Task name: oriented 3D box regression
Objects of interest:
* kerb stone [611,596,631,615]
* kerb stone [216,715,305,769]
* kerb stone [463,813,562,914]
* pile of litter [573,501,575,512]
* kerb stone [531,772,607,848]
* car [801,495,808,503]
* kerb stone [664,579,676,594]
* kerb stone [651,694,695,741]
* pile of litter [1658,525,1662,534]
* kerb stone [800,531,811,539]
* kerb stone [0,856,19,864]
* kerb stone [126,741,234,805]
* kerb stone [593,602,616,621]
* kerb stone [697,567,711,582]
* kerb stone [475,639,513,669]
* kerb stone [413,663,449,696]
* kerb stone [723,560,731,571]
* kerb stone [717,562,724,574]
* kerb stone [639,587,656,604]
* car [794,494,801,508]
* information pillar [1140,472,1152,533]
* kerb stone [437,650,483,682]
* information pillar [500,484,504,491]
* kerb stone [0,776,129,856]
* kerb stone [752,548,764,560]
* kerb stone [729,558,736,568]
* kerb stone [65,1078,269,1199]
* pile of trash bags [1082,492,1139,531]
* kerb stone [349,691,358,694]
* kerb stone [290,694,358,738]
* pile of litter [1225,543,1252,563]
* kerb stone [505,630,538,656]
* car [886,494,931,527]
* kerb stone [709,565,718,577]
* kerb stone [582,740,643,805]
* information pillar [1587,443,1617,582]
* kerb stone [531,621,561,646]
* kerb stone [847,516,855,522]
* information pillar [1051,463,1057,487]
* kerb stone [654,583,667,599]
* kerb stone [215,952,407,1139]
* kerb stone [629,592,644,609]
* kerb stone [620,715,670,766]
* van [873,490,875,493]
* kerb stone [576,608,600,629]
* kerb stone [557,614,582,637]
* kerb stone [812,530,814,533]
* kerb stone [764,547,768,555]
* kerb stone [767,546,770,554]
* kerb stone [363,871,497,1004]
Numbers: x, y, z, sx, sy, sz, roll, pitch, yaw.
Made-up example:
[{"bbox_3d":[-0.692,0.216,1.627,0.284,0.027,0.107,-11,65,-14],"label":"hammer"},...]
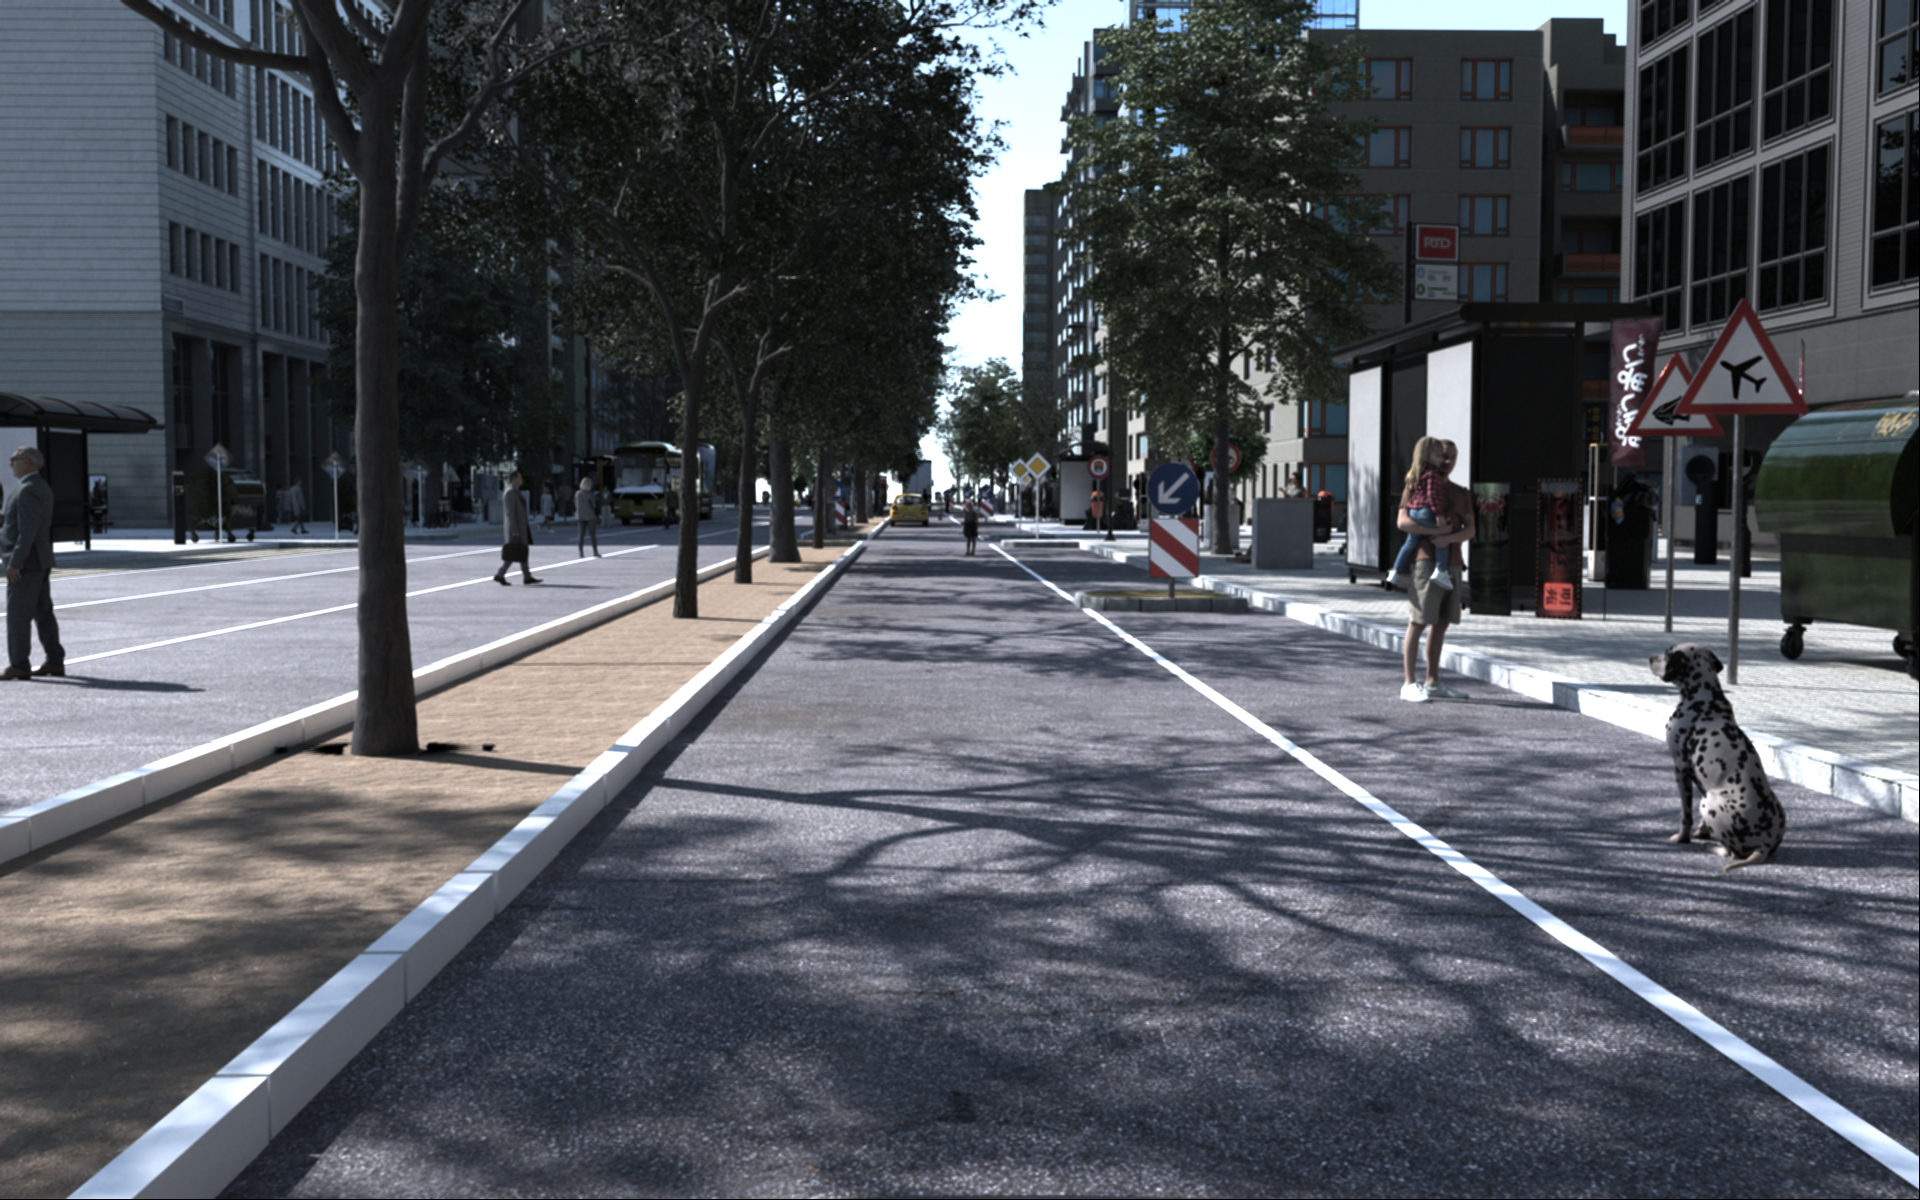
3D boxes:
[{"bbox_3d":[-4.113,0.091,20.705,0.120,0.150,1.000,0,4,-1],"label":"kerb stone"},{"bbox_3d":[-3.822,0.780,9.441,0.120,0.150,1.000,0,4,-1],"label":"kerb stone"},{"bbox_3d":[-1.646,0.966,6.404,0.120,0.150,1.000,0,4,-1],"label":"kerb stone"},{"bbox_3d":[-28.213,-6.929,127.262,1.176,0.858,1.719,2,4,32],"label":"pile of litter"},{"bbox_3d":[-1.678,0.903,7.432,0.120,0.150,1.000,0,4,-1],"label":"kerb stone"},{"bbox_3d":[-21.761,-14.058,242.429,1.945,1.354,3.894,0,4,0],"label":"car"},{"bbox_3d":[-4.220,-0.159,24.802,0.120,0.150,1.000,0,4,-1],"label":"kerb stone"},{"bbox_3d":[-1.750,0.715,10.505,0.120,0.150,1.000,0,4,-1],"label":"kerb stone"},{"bbox_3d":[22.436,-2.597,56.424,1.719,0.858,1.176,3,5,43],"label":"pile of litter"},{"bbox_3d":[-5.013,-2.075,56.150,0.120,0.150,1.000,0,4,-1],"label":"kerb stone"},{"bbox_3d":[-3.743,0.970,6.375,0.120,0.150,1.000,0,4,-1],"label":"kerb stone"},{"bbox_3d":[-3.802,0.847,8.420,0.120,0.150,1.000,0,4,-1],"label":"kerb stone"},{"bbox_3d":[-4.090,0.154,19.683,0.120,0.150,1.000,0,4,-1],"label":"kerb stone"},{"bbox_3d":[-4.319,-0.410,28.900,0.120,0.150,1.000,0,4,-1],"label":"kerb stone"},{"bbox_3d":[-3.952,0.467,14.552,0.120,0.150,1.000,0,4,-1],"label":"kerb stone"},{"bbox_3d":[-3.903,0.598,12.509,0.120,0.150,1.000,0,4,-1],"label":"kerb stone"},{"bbox_3d":[-4.399,-0.593,31.983,0.120,0.150,1.000,0,4,-1],"label":"kerb stone"},{"bbox_3d":[-4.374,-0.536,30.961,0.120,0.150,1.000,0,4,-1],"label":"kerb stone"},{"bbox_3d":[-4.163,-0.034,22.753,0.120,0.150,1.000,0,4,-1],"label":"kerb stone"},{"bbox_3d":[-17.980,-10.700,185.160,2.015,1.641,3.980,0,4,-2],"label":"car"},{"bbox_3d":[6.137,-3.227,57.255,0.304,2.012,0.304,2,4,26],"label":"information pillar"},{"bbox_3d":[-3.932,0.530,13.530,0.120,0.150,1.000,0,4,-1],"label":"kerb stone"},{"bbox_3d":[-29.604,-6.557,111.706,0.304,2.012,0.304,-2,4,-25],"label":"information pillar"},{"bbox_3d":[-3.775,0.905,7.397,0.120,0.150,1.000,0,4,-1],"label":"kerb stone"},{"bbox_3d":[-4.584,-1.038,39.172,0.120,0.150,1.000,0,4,-1],"label":"kerb stone"},{"bbox_3d":[-4.426,-0.660,33.008,0.120,0.150,1.000,0,4,-1],"label":"kerb stone"},{"bbox_3d":[-1.571,1.155,3.314,0.120,0.150,1.000,0,4,-1],"label":"kerb stone"},{"bbox_3d":[5.233,-3.168,61.545,1.912,1.369,3.447,1,4,17],"label":"pile of trash bags"},{"bbox_3d":[-3.875,0.655,11.486,0.120,0.150,1.000,0,4,-1],"label":"kerb stone"},{"bbox_3d":[-3.845,0.718,10.464,0.120,0.150,1.000,0,4,-1],"label":"kerb stone"},{"bbox_3d":[5.714,-1.122,32.304,1.176,0.858,1.719,-2,4,-29],"label":"pile of litter"},{"bbox_3d":[-3.986,0.406,15.574,0.120,0.150,1.000,0,4,-1],"label":"kerb stone"},{"bbox_3d":[-2.289,-4.114,77.494,2.015,1.641,3.980,0,4,-3],"label":"car"},{"bbox_3d":[-4.345,-0.473,29.936,0.120,0.150,1.000,0,4,-1],"label":"kerb stone"},{"bbox_3d":[-1.698,0.840,8.458,0.120,0.150,1.000,0,4,-1],"label":"kerb stone"},{"bbox_3d":[9.371,-1.271,25.269,0.304,2.012,0.304,0,4,2],"label":"information pillar"},{"bbox_3d":[-4.010,0.342,16.600,0.120,0.150,1.000,0,4,-1],"label":"kerb stone"},{"bbox_3d":[-6.007,-4.457,95.070,0.120,0.150,1.000,0,4,-1],"label":"kerb stone"},{"bbox_3d":[7.103,-8.548,131.115,0.504,3.616,0.183,3,4,36],"label":"information pillar"},{"bbox_3d":[-4.185,-0.095,23.776,0.120,0.150,1.000,0,4,-1],"label":"kerb stone"},{"bbox_3d":[-1.600,1.093,4.336,0.120,0.150,1.000,0,4,-1],"label":"kerb stone"},{"bbox_3d":[-4.137,0.036,21.731,0.120,0.150,1.000,0,4,-1],"label":"kerb stone"},{"bbox_3d":[-1.735,0.782,9.480,0.120,0.150,1.000,0,4,-1],"label":"kerb stone"},{"bbox_3d":[-12.292,-15.381,255.862,2.240,2.365,5.245,0,4,-2],"label":"van"},{"bbox_3d":[-4.062,0.217,18.654,0.120,0.150,1.000,0,4,-1],"label":"kerb stone"},{"bbox_3d":[-4.034,0.280,17.629,0.120,0.150,1.000,0,4,-1],"label":"kerb stone"},{"bbox_3d":[-5.073,-2.202,58.201,0.120,0.150,1.000,0,4,-1],"label":"kerb stone"},{"bbox_3d":[-4.614,-1.101,40.194,0.120,0.150,1.000,0,4,-1],"label":"kerb stone"},{"bbox_3d":[-4.633,-1.159,41.222,0.120,0.150,1.000,0,4,-1],"label":"kerb stone"},{"bbox_3d":[-1.626,1.030,5.362,0.120,0.150,1.000,0,4,-1],"label":"kerb stone"}]
